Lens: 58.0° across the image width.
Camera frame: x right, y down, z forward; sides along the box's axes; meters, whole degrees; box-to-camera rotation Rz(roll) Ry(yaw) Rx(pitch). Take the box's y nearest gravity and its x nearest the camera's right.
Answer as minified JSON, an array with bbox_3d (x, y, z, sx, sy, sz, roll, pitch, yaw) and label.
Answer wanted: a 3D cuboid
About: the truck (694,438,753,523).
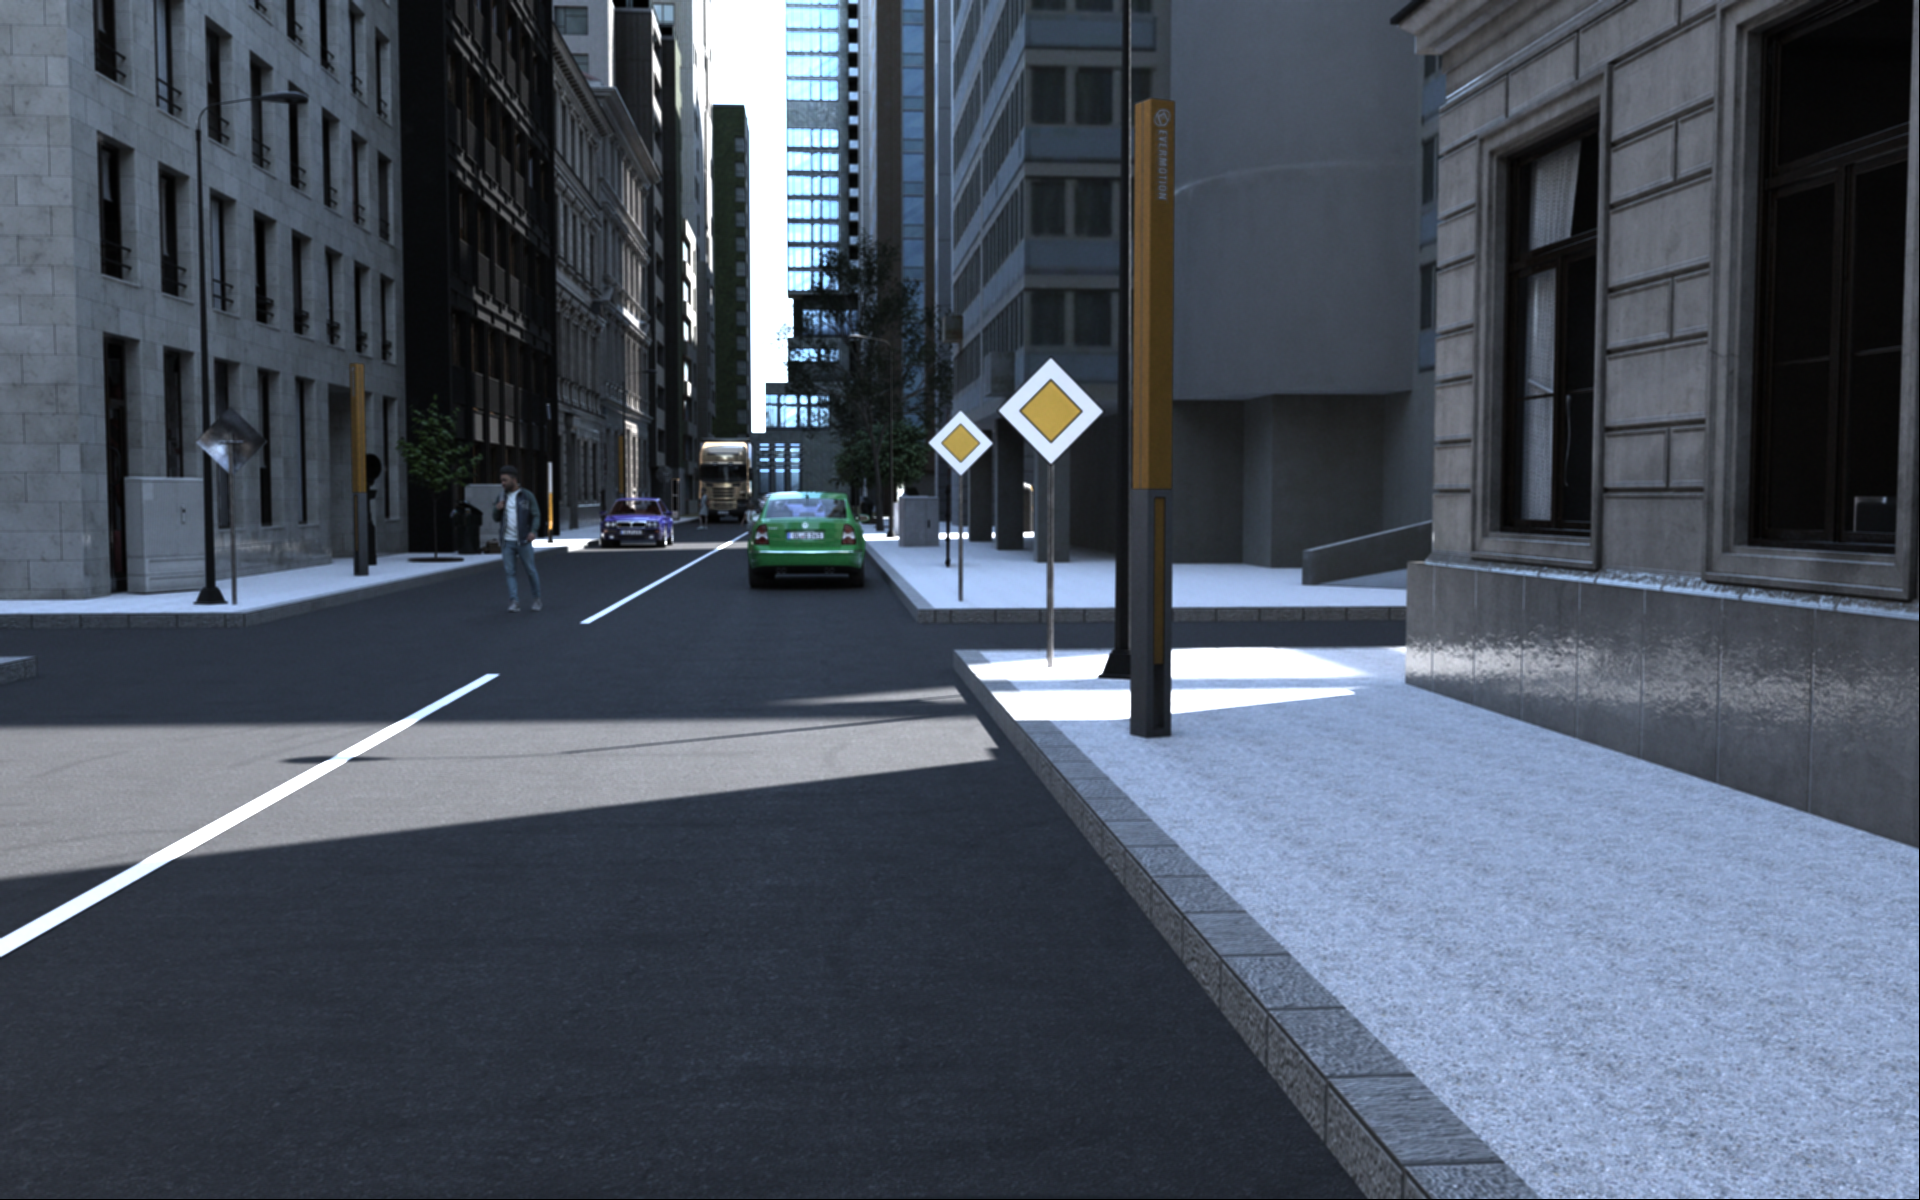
[{"bbox_3d":[-11.984,-6.122,89.011,2.839,4.237,11.283,0,4,-6],"label":"truck"}]

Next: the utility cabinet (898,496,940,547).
[{"bbox_3d":[-0.997,-1.911,42.404,1.020,1.237,0.306,-2,4,-35],"label":"utility cabinet"}]

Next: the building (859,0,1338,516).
[{"bbox_3d":[8.672,-26.794,129.967,32.217,40.220,23.993,0,4,-5],"label":"building"}]

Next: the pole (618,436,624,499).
[{"bbox_3d":[-11.868,-4.086,60.653,0.158,3.312,0.155,0,3,0],"label":"pole"}]

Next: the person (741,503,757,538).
[{"bbox_3d":[-5.429,-1.905,44.654,0.505,1.210,0.382,1,4,17],"label":"person"}]

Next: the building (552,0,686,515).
[{"bbox_3d":[-23.770,-20.145,101.068,14.160,30.474,14.107,0,4,-5],"label":"building"}]

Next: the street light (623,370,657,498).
[{"bbox_3d":[-12.024,-5.648,64.878,1.470,5.913,1.316,0,4,-5],"label":"street light"}]

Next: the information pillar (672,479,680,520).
[{"bbox_3d":[-13.857,-4.890,84.447,0.304,2.012,0.304,0,4,5],"label":"information pillar"}]

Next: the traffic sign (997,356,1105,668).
[{"bbox_3d":[0.662,-0.556,12.738,0.795,2.450,0.064,0,4,-5],"label":"traffic sign"}]

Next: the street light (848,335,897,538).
[{"bbox_3d":[-2.572,-4.784,50.765,1.470,5.913,1.316,0,4,-5],"label":"street light"}]

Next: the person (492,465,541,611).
[{"bbox_3d":[-5.435,-0.757,21.224,0.623,1.781,0.721,0,4,-3],"label":"person"}]

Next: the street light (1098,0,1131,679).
[{"bbox_3d":[0.602,-2.409,11.935,1.470,5.913,1.316,0,4,-5],"label":"street light"}]

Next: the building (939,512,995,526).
[{"bbox_3d":[9.273,-33.011,81.735,21.231,58.520,28.212,0,4,-5],"label":"building"}]

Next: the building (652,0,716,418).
[{"bbox_3d":[-35.588,-34.487,153.098,27.495,52.752,28.713,0,4,-5],"label":"building"}]

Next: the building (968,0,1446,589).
[{"bbox_3d":[12.142,-21.159,37.836,23.993,40.220,32.217,0,4,-5],"label":"building"}]

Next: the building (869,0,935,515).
[{"bbox_3d":[1.365,-28.133,110.086,14.600,45.320,14.200,0,4,-5],"label":"building"}]

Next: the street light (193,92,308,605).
[{"bbox_3d":[-8.224,-2.910,20.116,1.470,5.913,1.316,0,4,-5],"label":"street light"}]

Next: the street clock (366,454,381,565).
[{"bbox_3d":[-10.671,-1.629,31.210,0.358,2.002,0.471,2,4,30],"label":"street clock"}]

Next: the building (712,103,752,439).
[{"bbox_3d":[-29.373,-30.639,184.548,14.086,41.232,14.154,0,4,-5],"label":"building"}]

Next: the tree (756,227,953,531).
[{"bbox_3d":[-2.783,-7.683,60.034,8.767,10.594,7.601,0,4,-7],"label":"tree"}]

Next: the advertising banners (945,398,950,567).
[{"bbox_3d":[-0.212,-2.144,31.240,0.090,3.025,2.074,0,4,0],"label":"advertising banners"}]

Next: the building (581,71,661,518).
[{"bbox_3d":[-20.897,-15.044,82.132,11.583,22.565,21.152,0,4,-5],"label":"building"}]

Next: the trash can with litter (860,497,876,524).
[{"bbox_3d":[-3.813,-3.834,74.073,0.624,1.170,1.055,-3,5,-39],"label":"trash can with litter"}]

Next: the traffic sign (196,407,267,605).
[{"bbox_3d":[-8.412,-1.002,20.025,0.795,2.450,0.064,0,4,-5],"label":"traffic sign"}]

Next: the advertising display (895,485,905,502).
[{"bbox_3d":[-3.247,-5.399,93.491,0.123,1.923,0.974,2,4,24],"label":"advertising display"}]

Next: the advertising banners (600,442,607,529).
[{"bbox_3d":[-12.264,-3.877,59.575,0.090,3.025,2.074,-1,4,-16],"label":"advertising banners"}]

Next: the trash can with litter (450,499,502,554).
[{"bbox_3d":[-10.332,-1.574,37.128,1.055,1.170,0.624,-3,5,-40],"label":"trash can with litter"}]

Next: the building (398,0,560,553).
[{"bbox_3d":[-17.867,-13.140,44.522,12.332,23.373,15.834,0,4,-5],"label":"building"}]

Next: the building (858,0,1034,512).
[{"bbox_3d":[1.322,-37.569,156.256,21.231,58.520,28.212,0,4,-5],"label":"building"}]

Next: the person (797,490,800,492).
[{"bbox_3d":[-10.754,-6.527,116.016,0.445,1.727,0.742,3,5,41],"label":"person"}]

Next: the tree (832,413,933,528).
[{"bbox_3d":[-2.558,-5.081,66.782,4.285,4.588,4.351,0,3,0],"label":"tree"}]

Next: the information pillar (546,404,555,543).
[{"bbox_3d":[-10.670,-3.284,45.040,0.183,3.616,0.504,-1,4,-17],"label":"information pillar"}]

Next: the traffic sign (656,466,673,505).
[{"bbox_3d":[-13.266,-4.747,77.715,0.768,2.556,0.104,0,4,-1],"label":"traffic sign"}]

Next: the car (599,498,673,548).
[{"bbox_3d":[-8.832,-2.134,47.467,1.945,1.354,3.894,0,4,-5],"label":"car"}]

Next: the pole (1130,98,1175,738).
[{"bbox_3d":[1.012,-0.933,9.105,0.158,3.312,0.155,0,3,0],"label":"pole"}]

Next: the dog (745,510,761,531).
[{"bbox_3d":[-8.160,-3.088,67.320,0.800,0.831,0.513,1,4,9],"label":"dog"}]

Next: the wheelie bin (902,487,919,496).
[{"bbox_3d":[-2.376,-4.581,82.807,0.980,1.594,0.693,-3,5,-39],"label":"wheelie bin"}]

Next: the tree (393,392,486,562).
[{"bbox_3d":[-9.899,-2.354,33.084,1.663,3.219,1.824,0,3,0],"label":"tree"}]

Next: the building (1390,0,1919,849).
[{"bbox_3d":[8.452,-8.433,2.512,10.561,19.102,19.286,0,4,-5],"label":"building"}]

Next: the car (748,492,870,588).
[{"bbox_3d":[-2.429,-1.172,27.956,1.959,1.807,4.718,0,4,-3],"label":"car"}]

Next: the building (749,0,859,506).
[{"bbox_3d":[-7.301,-53.647,189.800,31.000,86.520,22.319,0,4,-5],"label":"building"}]

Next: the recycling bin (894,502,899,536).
[{"bbox_3d":[-1.627,-2.467,52.887,0.722,1.027,0.722,0,4,6],"label":"recycling bin"}]

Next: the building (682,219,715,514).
[{"bbox_3d":[-32.126,-16.951,122.190,27.650,21.520,28.899,0,4,-5],"label":"building"}]

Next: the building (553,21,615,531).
[{"bbox_3d":[-18.764,-12.082,62.165,10.561,19.102,19.286,0,4,-5],"label":"building"}]

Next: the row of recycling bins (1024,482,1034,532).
[{"bbox_3d":[2.828,-3.195,59.350,1.069,1.692,3.534,3,4,38],"label":"row of recycling bins"}]

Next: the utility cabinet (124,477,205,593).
[{"bbox_3d":[-10.334,-0.854,22.649,0.318,1.500,1.173,1,4,18],"label":"utility cabinet"}]

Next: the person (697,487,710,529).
[{"bbox_3d":[-10.503,-3.763,71.033,0.522,1.701,0.512,0,4,4],"label":"person"}]

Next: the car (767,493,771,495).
[{"bbox_3d":[-15.846,-8.427,147.374,1.945,1.707,3.694,0,4,-4],"label":"car"}]

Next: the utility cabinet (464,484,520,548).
[{"bbox_3d":[-10.343,-1.814,38.331,1.173,1.500,0.318,0,4,7],"label":"utility cabinet"}]

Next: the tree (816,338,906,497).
[{"bbox_3d":[-4.490,-7.928,79.987,4.360,8.622,3.978,0,3,0],"label":"tree"}]

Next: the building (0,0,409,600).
[{"bbox_3d":[-16.499,-10.618,28.356,10.420,20.320,16.860,0,4,-5],"label":"building"}]

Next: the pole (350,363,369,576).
[{"bbox_3d":[-9.425,-2.038,27.164,0.158,3.312,0.155,0,3,0],"label":"pole"}]

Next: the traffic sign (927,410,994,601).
[{"bbox_3d":[0.006,-1.043,20.696,0.795,2.450,0.064,0,4,-5],"label":"traffic sign"}]

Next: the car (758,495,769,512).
[{"bbox_3d":[-15.280,-7.813,140.109,2.083,1.381,4.827,0,4,-5],"label":"car"}]
